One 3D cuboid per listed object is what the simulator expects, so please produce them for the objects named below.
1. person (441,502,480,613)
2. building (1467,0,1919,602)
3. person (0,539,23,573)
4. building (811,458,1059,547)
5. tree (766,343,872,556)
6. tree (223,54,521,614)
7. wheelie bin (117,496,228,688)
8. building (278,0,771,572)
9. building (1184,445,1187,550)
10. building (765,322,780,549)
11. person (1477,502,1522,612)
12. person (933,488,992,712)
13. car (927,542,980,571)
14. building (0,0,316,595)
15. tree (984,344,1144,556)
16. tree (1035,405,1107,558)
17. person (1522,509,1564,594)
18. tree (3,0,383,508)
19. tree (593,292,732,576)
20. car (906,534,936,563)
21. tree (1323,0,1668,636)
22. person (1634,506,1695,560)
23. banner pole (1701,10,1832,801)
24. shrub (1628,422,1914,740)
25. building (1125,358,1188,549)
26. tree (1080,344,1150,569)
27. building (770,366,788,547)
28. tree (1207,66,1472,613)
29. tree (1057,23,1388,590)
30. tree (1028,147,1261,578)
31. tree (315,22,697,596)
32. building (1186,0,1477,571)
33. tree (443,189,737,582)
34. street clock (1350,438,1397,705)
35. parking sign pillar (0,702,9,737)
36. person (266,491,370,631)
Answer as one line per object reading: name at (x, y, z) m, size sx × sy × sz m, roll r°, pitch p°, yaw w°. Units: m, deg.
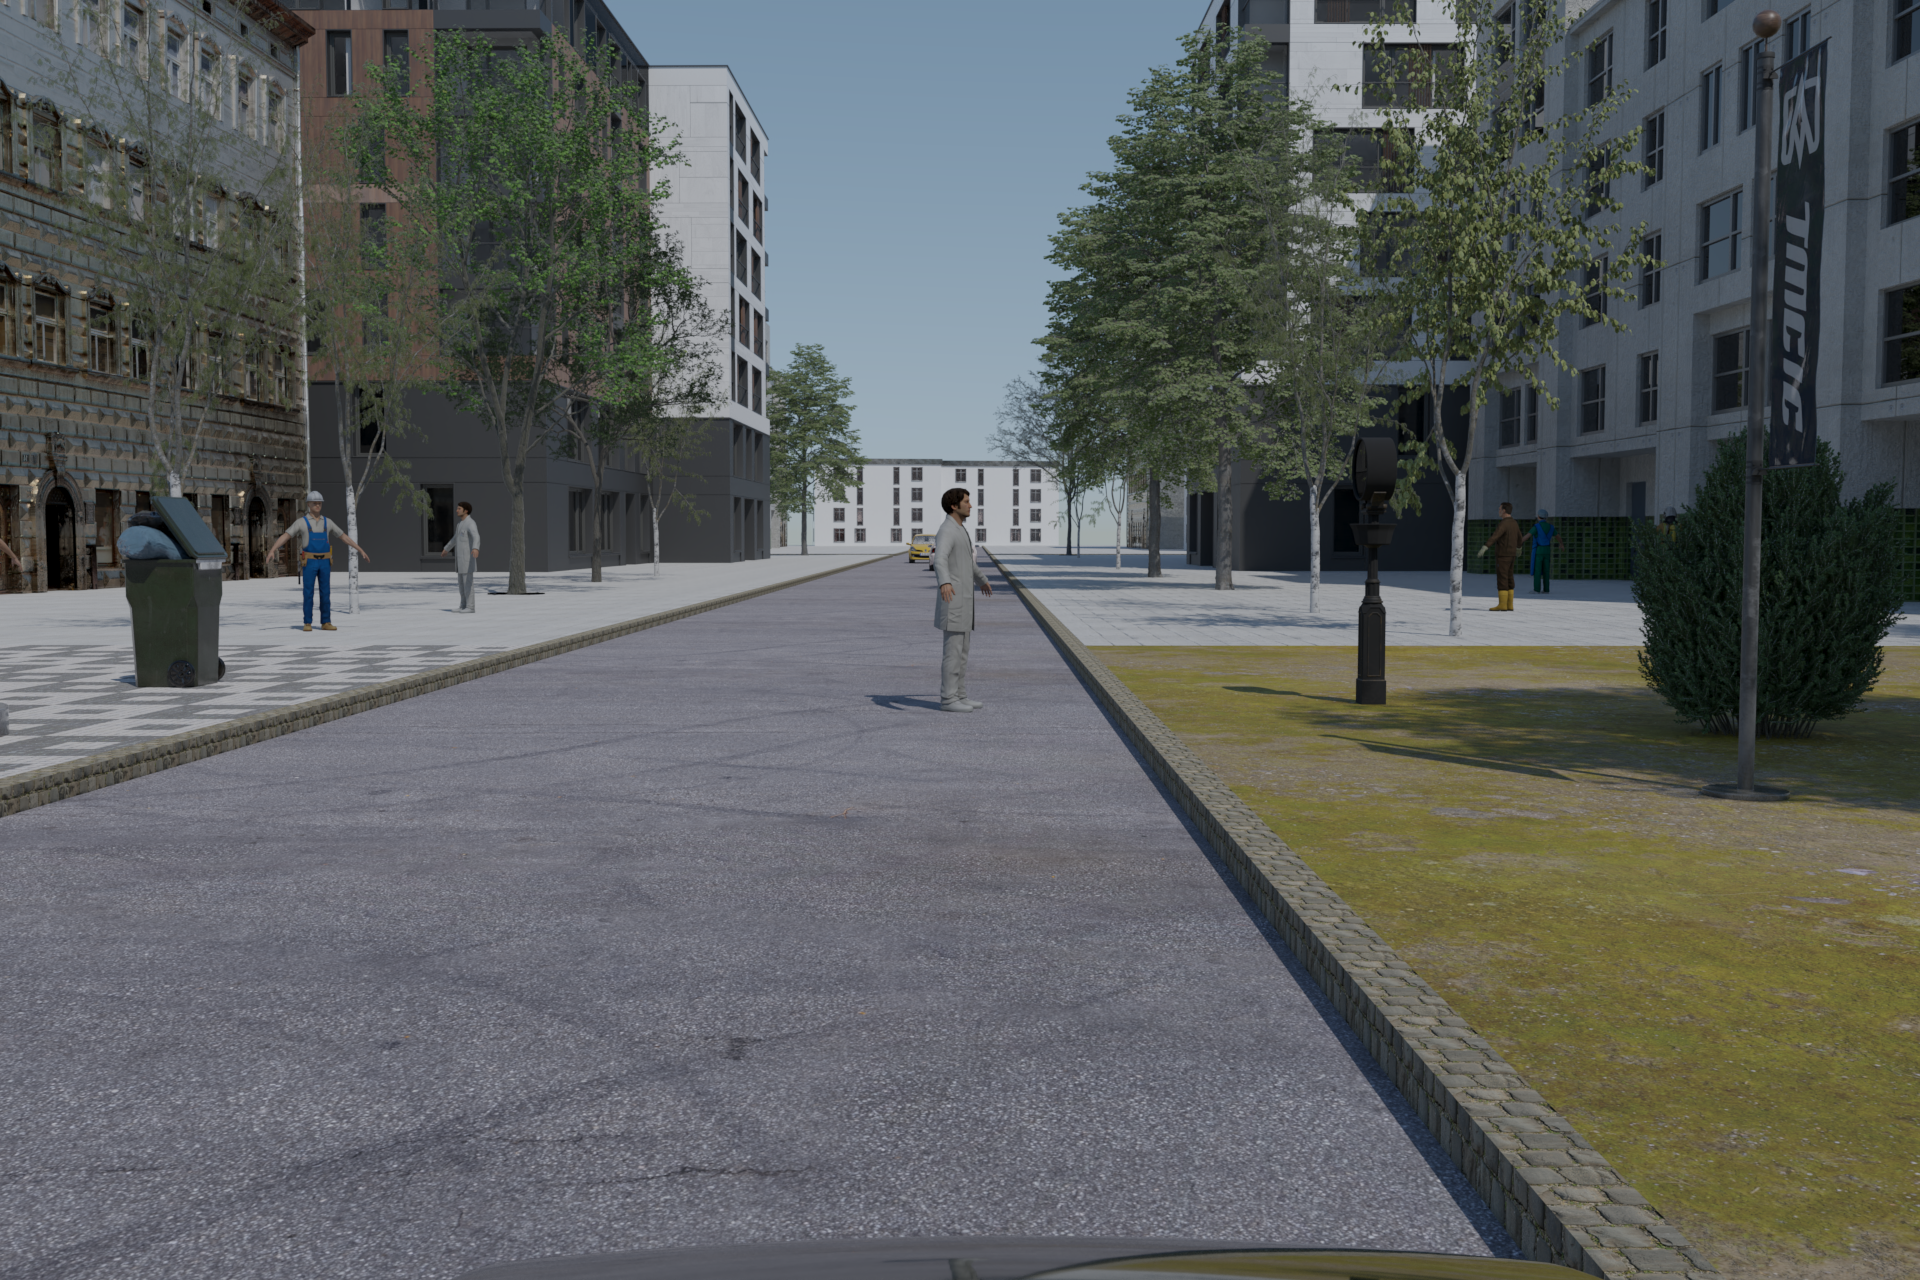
person at (-8.076, -1.345, 28.175) m, size 0.705 × 1.806 × 1.347 m, roll -3°, pitch 4°, yaw -38°
building at (24.943, -10.646, 40.521) m, size 16.747 × 18.905 × 31.486 m, roll 0°, pitch 4°, yaw 0°
person at (-9.449, -0.577, 16.233) m, size 1.217 × 1.733 × 0.721 m, roll -3°, pitch 5°, yaw -40°
building at (-2.672, -15.275, 194.350) m, size 28.070 × 9.664 × 9.099 m, roll -1°, pitch 4°, yaw -8°
tree at (-9.098, -11.288, 102.691) m, size 7.486 × 12.596 × 7.792 m, roll 0°, pitch 3°, yaw 0°
tree at (-9.923, -4.721, 27.559) m, size 4.360 × 8.622 × 3.978 m, roll 0°, pitch 3°, yaw 0°
wheelie bin at (-6.671, -0.413, 14.655) m, size 0.693 × 1.594 × 0.980 m, roll 0°, pitch 3°, yaw 0°
building at (-24.077, -14.063, 73.908) m, size 27.936 × 21.610 × 32.646 m, roll 0°, pitch 4°, yaw 1°
building at (22.638, -11.347, 127.673) m, size 9.099 × 9.664 × 28.070 m, roll 0°, pitch 4°, yaw 0°
building at (-24.496, -16.688, 139.301) m, size 16.747 × 18.905 × 31.486 m, roll 0°, pitch 4°, yaw 0°
person at (9.033, -1.385, 28.783) m, size 1.346 × 1.812 × 0.704 m, roll -3°, pitch 5°, yaw -45°
person at (-0.003, -0.332, 14.080) m, size 0.705 × 1.806 × 1.347 m, roll 1°, pitch 4°, yaw 15°
car at (-0.262, -3.437, 68.558) m, size 2.083 × 1.381 × 4.827 m, roll 0°, pitch 4°, yaw 1°
building at (-29.145, -12.985, 43.235) m, size 19.493 × 23.208 × 18.063 m, roll 0°, pitch 4°, yaw 1°
tree at (6.580, -11.794, 103.194) m, size 12.009 × 13.543 × 11.850 m, roll 0°, pitch 3°, yaw 0°
tree at (6.459, -8.734, 93.157) m, size 4.360 × 8.622 × 3.978 m, roll 0°, pitch 3°, yaw 0°
person at (12.504, -1.907, 37.300) m, size 1.347 × 1.817 × 0.704 m, roll -1°, pitch 4°, yaw -20°
tree at (-9.953, -4.336, 21.257) m, size 4.360 × 8.622 × 3.978 m, roll 0°, pitch 3°, yaw 0°
tree at (-9.266, -6.243, 52.433) m, size 4.360 × 8.622 × 3.978 m, roll 0°, pitch 3°, yaw 0°
car at (-1.649, -4.629, 85.906) m, size 2.015 × 1.641 × 3.980 m, roll 0°, pitch 4°, yaw 1°
tree at (6.415, -4.362, 21.674) m, size 4.737 × 8.622 × 4.395 m, roll 0°, pitch 3°, yaw 0°
person at (14.624, -1.833, 35.733) m, size 1.354 × 1.858 × 0.705 m, roll 0°, pitch 4°, yaw 7°
banner pole at (3.851, -1.110, 8.159) m, size 0.401 × 3.779 × 0.863 m, roll 0°, pitch 4°, yaw 1°
shrub at (5.134, -0.429, 11.061) m, size 1.661 × 2.075 × 1.752 m, roll 0°, pitch 3°, yaw 0°
building at (25.121, -19.818, 154.945) m, size 19.493 × 23.208 × 18.063 m, roll 0°, pitch 3°, yaw 0°
tree at (5.666, -6.867, 62.632) m, size 4.360 × 8.622 × 3.978 m, roll 0°, pitch 3°, yaw 0°
building at (-26.783, -20.462, 165.489) m, size 19.493 × 23.208 × 18.063 m, roll 0°, pitch 4°, yaw 0°
tree at (5.758, -4.757, 28.141) m, size 4.360 × 8.622 × 3.978 m, roll 0°, pitch 3°, yaw 0°
tree at (5.679, -7.431, 39.628) m, size 7.486 × 12.596 × 7.792 m, roll 0°, pitch 3°, yaw 0°
tree at (5.467, -8.098, 50.531) m, size 7.486 × 12.596 × 7.792 m, roll 0°, pitch 3°, yaw 0°
tree at (-9.365, -6.750, 36.117) m, size 9.928 × 11.665 × 9.643 m, roll 0°, pitch 3°, yaw 0°
building at (23.559, -14.154, 75.390) m, size 27.936 × 21.610 × 32.646 m, roll 0°, pitch 3°, yaw 0°
tree at (-9.742, -6.795, 45.510) m, size 8.767 × 10.594 × 7.601 m, roll 0°, pitch 4°, yaw 5°
street clock at (3.109, -0.519, 13.050) m, size 0.358 × 2.002 × 0.471 m, roll 0°, pitch 4°, yaw -1°
parking sign pillar at (-6.764, -1.360, 10.708) m, size 1.447 × 3.967 × 1.447 m, roll 0°, pitch 4°, yaw 0°
person at (-8.516, -1.044, 22.931) m, size 1.347 × 1.847 × 0.705 m, roll -3°, pitch 4°, yaw -39°
